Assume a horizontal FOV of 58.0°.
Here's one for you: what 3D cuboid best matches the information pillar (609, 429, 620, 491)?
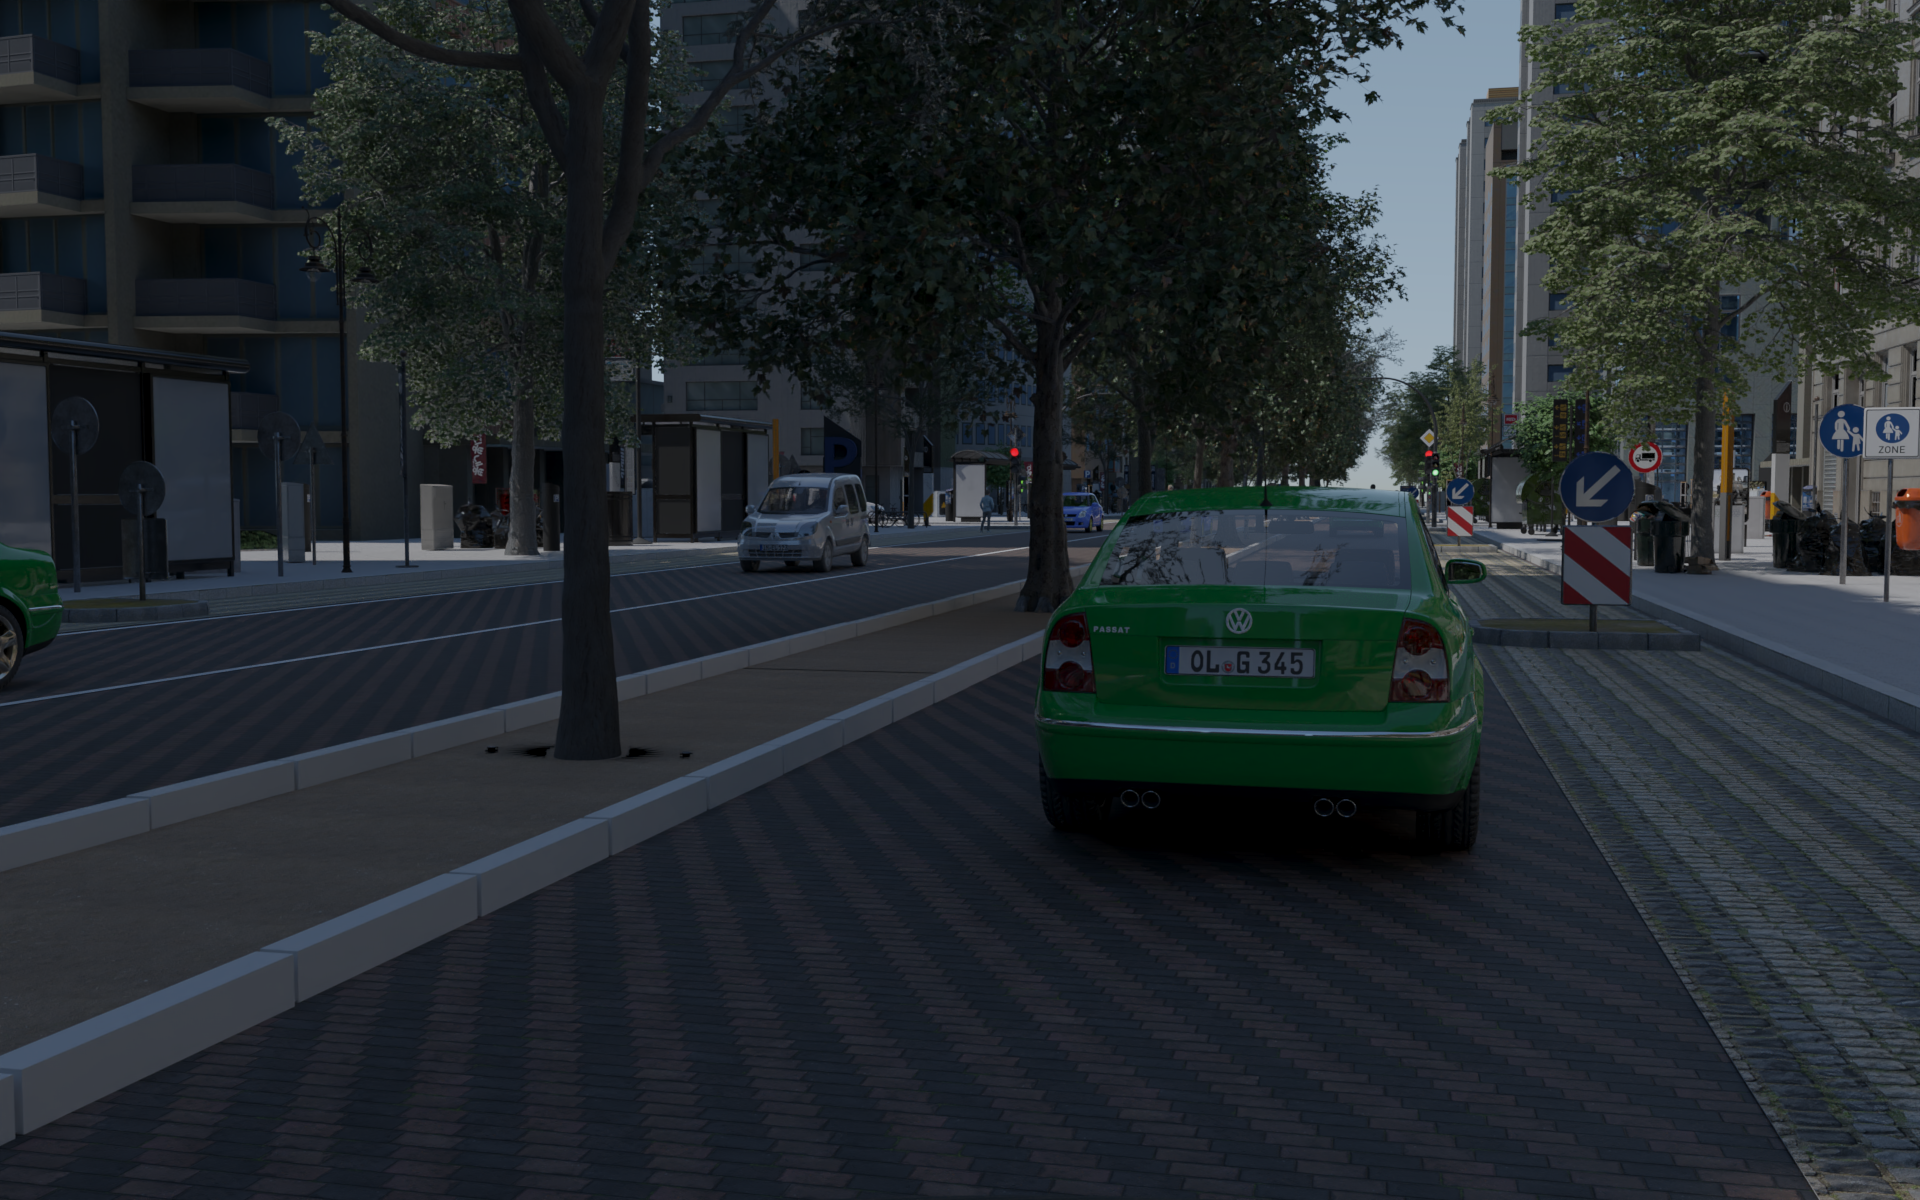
[{"bbox_3d":[-9.134,-3.330,45.803,0.183,3.616,0.504,1,4,14],"label":"information pillar"}]

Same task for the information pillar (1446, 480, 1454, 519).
[{"bbox_3d":[25.267,-5.187,89.296,0.304,2.012,0.304,3,4,38],"label":"information pillar"}]

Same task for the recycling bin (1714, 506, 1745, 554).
[{"bbox_3d":[16.594,-1.532,37.602,0.722,1.027,0.722,1,4,18],"label":"recycling bin"}]

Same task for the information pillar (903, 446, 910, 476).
[{"bbox_3d":[-2.633,-5.754,85.433,0.183,3.616,0.504,3,5,41],"label":"information pillar"}]

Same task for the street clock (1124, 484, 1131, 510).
[{"bbox_3d":[11.882,-7.246,123.046,0.471,2.002,0.358,0,4,5],"label":"street clock"}]

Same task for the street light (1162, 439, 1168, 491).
[{"bbox_3d":[16.488,-10.130,138.417,0.468,5.910,1.993,1,4,13],"label":"street light"}]

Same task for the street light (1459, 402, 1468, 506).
[{"bbox_3d":[25.249,-6.988,87.035,0.468,5.910,1.993,1,4,13],"label":"street light"}]

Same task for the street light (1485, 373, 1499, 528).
[{"bbox_3d":[20.277,-5.704,66.044,0.468,5.910,1.993,1,4,13],"label":"street light"}]

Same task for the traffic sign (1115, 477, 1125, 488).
[{"bbox_3d":[11.638,-7.717,126.273,0.768,2.556,0.104,1,4,20],"label":"traffic sign"}]

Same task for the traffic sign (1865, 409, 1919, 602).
[{"bbox_3d":[11.021,-1.126,20.540,0.606,2.300,0.079,1,4,17],"label":"traffic sign"}]

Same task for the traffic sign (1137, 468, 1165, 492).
[{"bbox_3d":[15.052,-8.737,136.716,2.265,3.308,0.079,1,4,18],"label":"traffic sign"}]

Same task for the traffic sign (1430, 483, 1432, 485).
[{"bbox_3d":[33.604,-7.515,122.968,0.768,2.556,0.104,1,4,22],"label":"traffic sign"}]

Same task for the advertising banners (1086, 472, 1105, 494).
[{"bbox_3d":[10.578,-8.617,137.070,2.074,3.025,0.090,-1,4,-10],"label":"advertising banners"}]

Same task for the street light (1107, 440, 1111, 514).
[{"bbox_3d":[9.295,-8.317,108.769,0.468,5.910,1.993,1,4,13],"label":"street light"}]

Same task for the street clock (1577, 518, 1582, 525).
[{"bbox_3d":[20.574,-3.230,57.373,0.358,2.002,0.471,-2,4,-30],"label":"street clock"}]

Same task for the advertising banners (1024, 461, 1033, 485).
[{"bbox_3d":[4.425,-5.891,92.501,2.074,3.025,0.090,0,4,6],"label":"advertising banners"}]

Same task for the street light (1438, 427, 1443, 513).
[{"bbox_3d":[32.546,-8.842,117.347,0.468,5.910,1.993,1,4,13],"label":"street light"}]

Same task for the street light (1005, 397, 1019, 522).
[{"bbox_3d":[2.332,-6.510,79.221,0.468,5.910,1.993,1,4,13],"label":"street light"}]

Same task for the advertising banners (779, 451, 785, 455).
[{"bbox_3d":[-7.656,-4.522,70.130,0.090,3.025,2.074,2,4,27],"label":"advertising banners"}]

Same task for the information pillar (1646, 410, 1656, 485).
[{"bbox_3d":[18.553,-3.376,46.555,0.183,3.616,0.504,3,4,37],"label":"information pillar"}]

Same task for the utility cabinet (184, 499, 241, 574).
[{"bbox_3d":[-12.200,-1.034,28.075,0.306,1.237,1.020,2,4,34],"label":"utility cabinet"}]

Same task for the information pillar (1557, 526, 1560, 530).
[{"bbox_3d":[21.471,-4.328,62.117,0.183,3.616,0.504,2,4,24],"label":"information pillar"}]

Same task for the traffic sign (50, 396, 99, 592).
[{"bbox_3d":[-11.527,-1.372,22.538,0.768,2.556,0.104,1,4,16],"label":"traffic sign"}]

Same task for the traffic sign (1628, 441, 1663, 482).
[{"bbox_3d":[16.460,-2.541,41.649,0.768,2.556,0.104,1,4,23],"label":"traffic sign"}]

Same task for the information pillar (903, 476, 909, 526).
[{"bbox_3d":[-2.099,-4.024,70.278,0.304,2.012,0.304,2,4,31],"label":"information pillar"}]

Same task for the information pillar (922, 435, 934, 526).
[{"bbox_3d":[-1.270,-4.749,68.997,0.504,3.616,0.183,3,5,41],"label":"information pillar"}]

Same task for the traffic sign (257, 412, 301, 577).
[{"bbox_3d":[-10.575,-1.638,26.888,0.768,2.556,0.104,1,4,14],"label":"traffic sign"}]

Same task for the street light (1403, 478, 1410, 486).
[{"bbox_3d":[62.384,-16.432,241.457,0.468,5.910,1.993,1,4,13],"label":"street light"}]

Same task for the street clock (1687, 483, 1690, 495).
[{"bbox_3d":[46.596,-6.527,111.279,0.471,2.002,0.358,1,4,17],"label":"street clock"}]

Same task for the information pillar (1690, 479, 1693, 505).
[{"bbox_3d":[36.760,-5.033,86.774,0.304,2.012,0.304,1,4,13],"label":"information pillar"}]

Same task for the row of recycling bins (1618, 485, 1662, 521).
[{"bbox_3d":[31.451,-4.533,81.234,1.069,1.692,3.534,-2,4,-25],"label":"row of recycling bins"}]

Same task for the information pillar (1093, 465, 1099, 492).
[{"bbox_3d":[10.826,-8.972,138.042,0.504,3.616,0.183,0,4,2],"label":"information pillar"}]

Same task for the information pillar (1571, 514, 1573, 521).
[{"bbox_3d":[29.281,-4.770,82.485,0.304,2.012,0.304,1,4,17],"label":"information pillar"}]

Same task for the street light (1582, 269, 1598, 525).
[{"bbox_3d":[12.919,-3.846,35.676,0.468,5.910,1.993,1,4,13],"label":"street light"}]

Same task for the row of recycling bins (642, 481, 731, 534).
[{"bbox_3d":[-8.231,-2.857,53.820,3.534,1.692,1.069,-2,4,-24],"label":"row of recycling bins"}]

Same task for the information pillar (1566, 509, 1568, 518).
[{"bbox_3d":[31.995,-6.137,91.695,0.504,3.616,0.183,-2,4,-24],"label":"information pillar"}]

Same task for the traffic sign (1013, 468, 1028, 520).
[{"bbox_3d":[2.940,-5.189,84.952,0.768,2.556,0.104,1,4,19],"label":"traffic sign"}]

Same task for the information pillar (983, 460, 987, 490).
[{"bbox_3d":[1.628,-7.513,114.199,0.183,3.616,0.504,-2,4,-32],"label":"information pillar"}]

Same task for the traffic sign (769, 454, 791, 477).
[{"bbox_3d":[-5.803,-3.392,55.571,0.768,2.556,0.104,1,4,17],"label":"traffic sign"}]

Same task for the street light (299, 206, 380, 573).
[{"bbox_3d":[-10.025,-3.385,28.140,0.468,5.910,1.993,1,4,13],"label":"street light"}]

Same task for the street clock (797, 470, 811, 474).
[{"bbox_3d":[-4.611,-2.859,51.310,0.471,2.002,0.358,-1,4,-8],"label":"street clock"}]

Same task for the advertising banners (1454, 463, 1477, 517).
[{"bbox_3d":[28.461,-6.109,96.063,2.074,3.025,0.090,1,4,15],"label":"advertising banners"}]

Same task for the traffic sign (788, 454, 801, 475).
[{"bbox_3d":[-5.512,-3.479,56.886,0.884,2.594,0.081,1,4,19],"label":"traffic sign"}]

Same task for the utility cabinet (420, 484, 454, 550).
[{"bbox_3d":[-11.950,-1.893,39.626,0.318,1.500,1.173,0,4,5],"label":"utility cabinet"}]

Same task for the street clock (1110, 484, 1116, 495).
[{"bbox_3d":[11.422,-7.633,129.362,0.358,2.002,0.471,-2,4,-28],"label":"street clock"}]

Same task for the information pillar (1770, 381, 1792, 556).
[{"bbox_3d":[16.929,-2.713,35.711,0.504,3.616,0.183,-2,4,-30],"label":"information pillar"}]

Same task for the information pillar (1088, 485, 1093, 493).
[{"bbox_3d":[11.139,-8.772,147.912,0.304,2.012,0.304,0,4,-8],"label":"information pillar"}]

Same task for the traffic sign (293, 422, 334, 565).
[{"bbox_3d":[-11.656,-1.908,31.196,0.884,2.594,0.081,1,4,18],"label":"traffic sign"}]

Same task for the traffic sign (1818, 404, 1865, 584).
[{"bbox_3d":[12.552,-1.495,24.555,0.768,2.556,0.104,1,4,16],"label":"traffic sign"}]

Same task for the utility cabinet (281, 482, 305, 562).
[{"bbox_3d":[-12.571,-1.465,32.628,0.318,1.500,1.173,-2,4,-28],"label":"utility cabinet"}]

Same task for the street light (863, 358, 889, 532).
[{"bbox_3d":[-2.810,-5.212,58.009,0.468,5.910,1.993,1,4,13],"label":"street light"}]

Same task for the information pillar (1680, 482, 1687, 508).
[{"bbox_3d":[44.071,-6.175,105.460,0.304,2.012,0.304,3,5,41],"label":"information pillar"}]

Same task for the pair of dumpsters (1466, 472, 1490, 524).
[{"bbox_3d":[23.199,-4.549,76.877,1.574,2.255,4.437,1,4,14],"label":"pair of dumpsters"}]

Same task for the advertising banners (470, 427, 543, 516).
[{"bbox_3d":[-11.758,-2.976,44.839,2.074,3.025,0.090,-3,4,-38],"label":"advertising banners"}]
